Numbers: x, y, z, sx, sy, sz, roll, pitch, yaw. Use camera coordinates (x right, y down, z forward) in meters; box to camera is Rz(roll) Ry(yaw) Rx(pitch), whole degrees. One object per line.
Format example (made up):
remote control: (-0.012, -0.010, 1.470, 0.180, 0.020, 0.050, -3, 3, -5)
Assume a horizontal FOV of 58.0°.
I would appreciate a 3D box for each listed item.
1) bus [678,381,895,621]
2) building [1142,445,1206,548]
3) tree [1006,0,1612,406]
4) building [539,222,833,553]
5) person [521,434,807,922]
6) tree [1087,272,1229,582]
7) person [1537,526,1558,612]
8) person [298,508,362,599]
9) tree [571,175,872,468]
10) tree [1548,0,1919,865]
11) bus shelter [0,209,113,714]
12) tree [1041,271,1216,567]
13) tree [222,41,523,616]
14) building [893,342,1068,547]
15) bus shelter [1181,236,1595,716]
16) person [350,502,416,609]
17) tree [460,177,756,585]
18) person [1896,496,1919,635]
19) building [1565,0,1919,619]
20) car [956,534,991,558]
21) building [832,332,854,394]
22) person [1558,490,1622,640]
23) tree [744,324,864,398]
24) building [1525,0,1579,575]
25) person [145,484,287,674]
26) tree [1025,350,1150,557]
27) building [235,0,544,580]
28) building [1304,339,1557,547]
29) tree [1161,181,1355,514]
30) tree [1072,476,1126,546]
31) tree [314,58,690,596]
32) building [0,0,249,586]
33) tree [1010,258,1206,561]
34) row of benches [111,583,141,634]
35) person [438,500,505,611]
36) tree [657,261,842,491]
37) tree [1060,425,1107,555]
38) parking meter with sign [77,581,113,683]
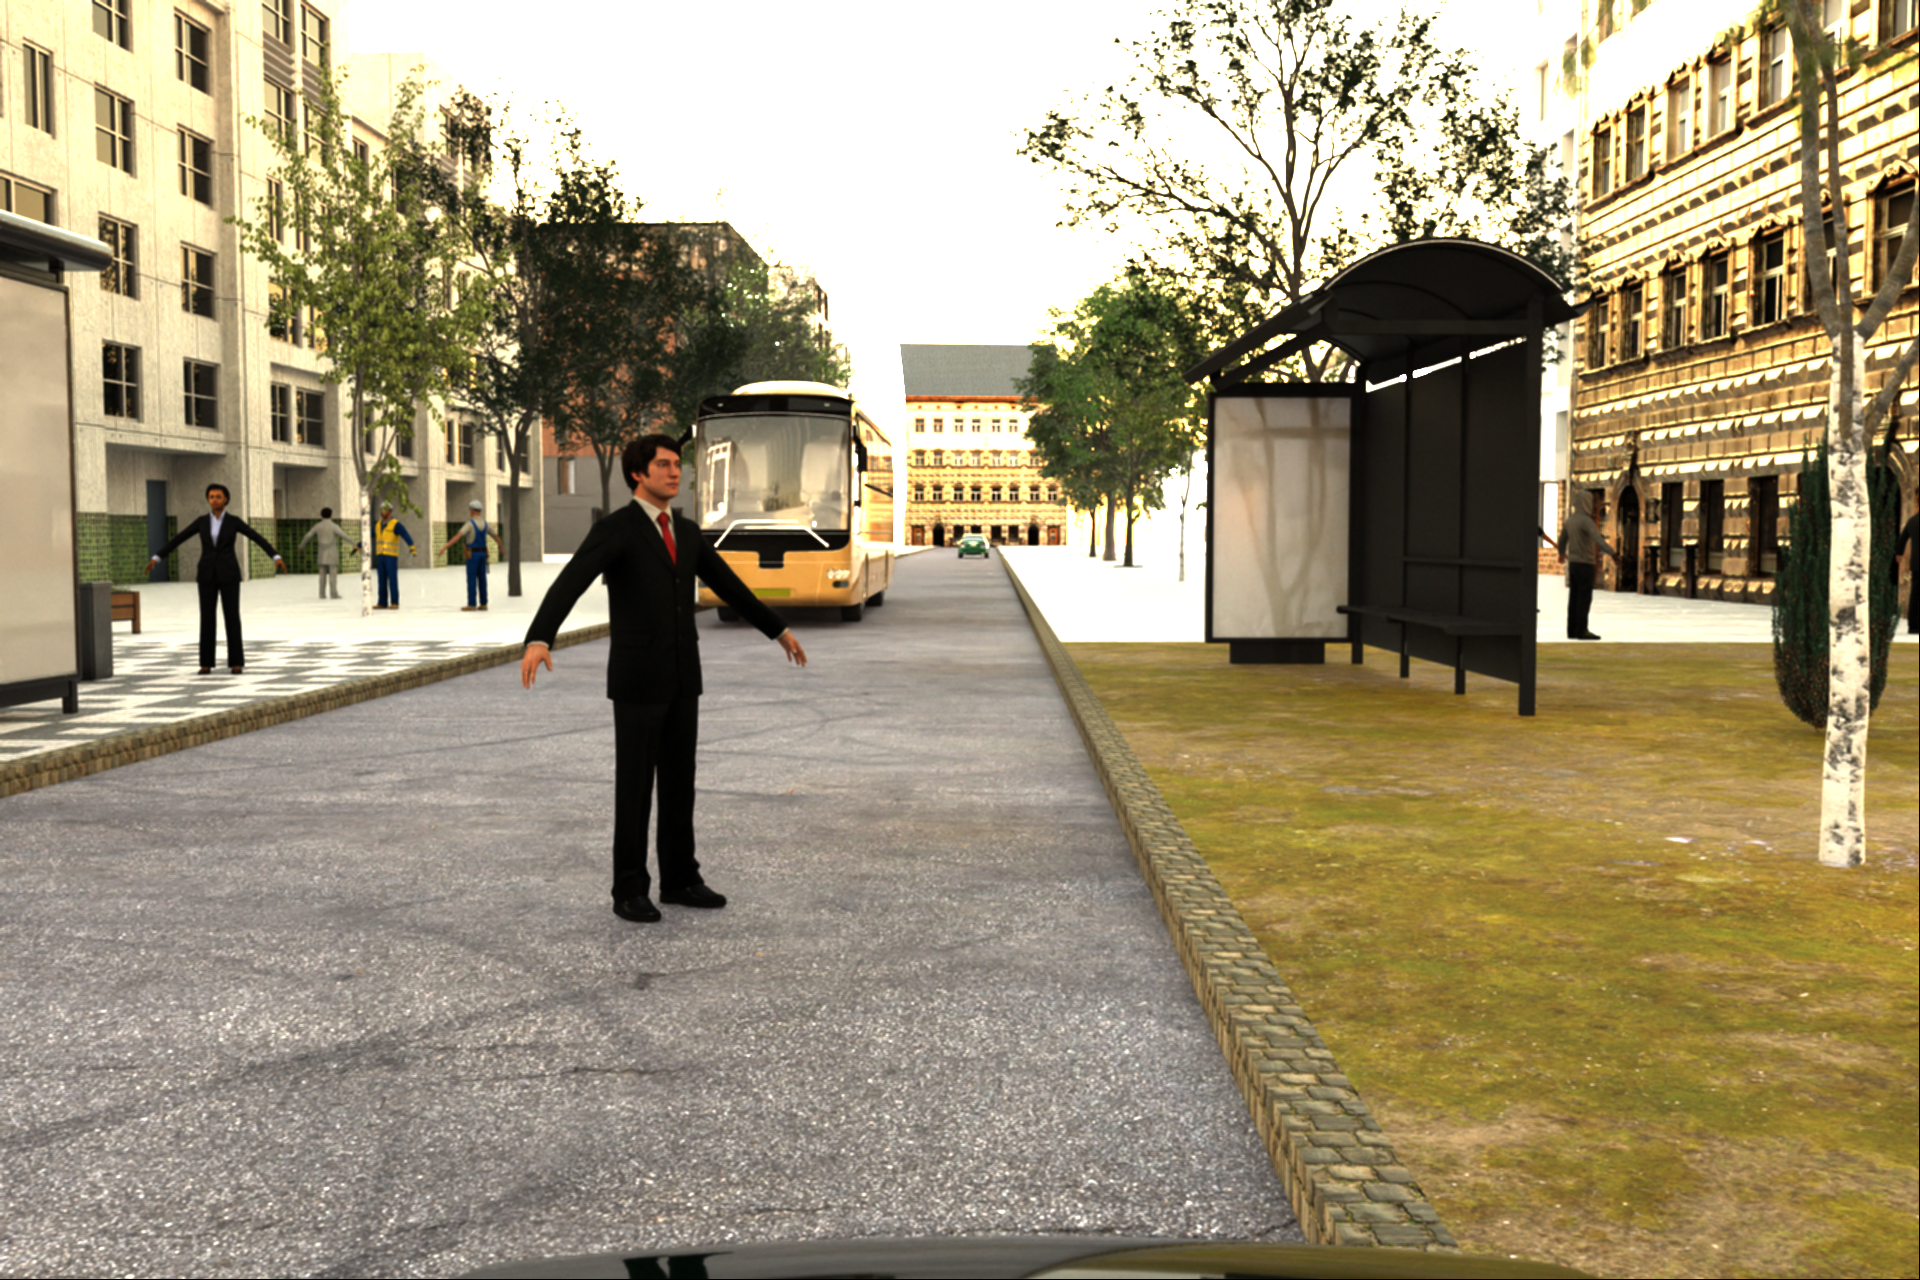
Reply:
bus: (-2.746, -2.454, 31.668, 2.896, 3.916, 12.252, 0, 4, 1)
building: (23.427, -13.880, 169.079, 9.099, 9.664, 28.070, 0, 4, 1)
tree: (5.162, -5.483, 24.055, 8.767, 10.594, 7.601, -1, 4, -20)
building: (-25.125, -17.506, 130.195, 27.936, 21.610, 32.646, 0, 4, 2)
person: (-1.133, 0.128, 6.557, 0.705, 1.806, 1.347, 3, 5, 40)
tree: (5.862, -5.900, 46.831, 4.737, 8.622, 4.395, 0, 3, 0)
person: (9.278, -1.360, 28.382, 1.345, 1.843, 0.704, -1, 4, -16)
person: (-12.580, -1.732, 34.501, 1.347, 1.806, 0.705, 0, 4, 7)
tree: (-8.565, -9.162, 60.168, 12.009, 13.543, 11.850, 0, 3, 0)
tree: (3.639, -3.443, 6.660, 4.360, 8.622, 3.978, 0, 3, 0)
bus shelter: (-7.277, -1.860, 8.041, 2.179, 5.291, 8.768, 0, 4, 2)
tree: (6.663, -8.639, 67.001, 9.928, 11.665, 9.643, 0, 3, 0)
tree: (-9.071, -4.687, 26.998, 4.737, 8.622, 4.395, 0, 3, 0)
building: (1.955, -22.325, 198.397, 18.063, 23.208, 19.493, 0, 4, -6)
bus shelter: (3.253, -1.263, 14.567, 2.014, 3.302, 5.546, 0, 4, -1)
person: (-9.802, -1.444, 29.579, 1.349, 1.833, 0.705, 1, 4, 21)
tree: (-8.813, -6.703, 44.014, 8.767, 10.594, 7.601, 1, 4, 22)
person: (12.354, -0.974, 22.142, 0.704, 1.802, 1.346, 0, 4, -5)
building: (23.629, -12.271, 31.565, 19.493, 23.208, 18.063, 0, 4, 1)
car: (0.821, -5.637, 103.968, 2.131, 1.459, 4.920, 0, 4, 1)
building: (-25.624, -20.135, 173.175, 27.936, 21.610, 32.646, 0, 4, 0)
person: (7.614, -0.918, 21.132, 0.705, 1.813, 1.348, -1, 4, -10)
tree: (-8.201, -9.808, 86.110, 9.928, 11.665, 9.643, 0, 3, 0)
building: (23.589, -12.149, 55.056, 16.016, 20.090, 11.380, 0, 4, 1)
person: (-6.772, -0.555, 15.791, 1.216, 1.740, 0.721, -1, 4, -11)
tree: (7.324, -10.351, 94.993, 9.928, 11.665, 9.643, 0, 3, 0)
building: (-27.956, -12.082, 63.992, 16.747, 18.905, 31.486, 0, 4, 1)
building: (21.604, -8.033, 73.482, 9.099, 9.664, 28.070, 0, 4, 1)
tree: (6.134, -5.316, 37.273, 4.737, 8.622, 4.395, 0, 3, 0)
tree: (15.562, -15.678, 190.743, 7.601, 10.594, 8.767, 0, 4, 5)
tree: (-9.277, -6.157, 35.082, 8.767, 10.594, 7.601, 1, 4, 11)
building: (-27.993, -10.048, 30.739, 16.747, 18.905, 31.486, 0, 4, 2)
tree: (7.141, -10.722, 81.957, 9.857, 13.997, 8.962, 0, 3, 0)
row of benches: (-11.296, -0.311, 20.547, 1.422, 0.672, 4.104, 1, 4, 14)
person: (-8.123, -1.416, 29.014, 0.705, 1.847, 1.347, 3, 4, 36)
tree: (-8.748, -9.434, 72.378, 7.486, 12.596, 7.792, 0, 3, 0)
tree: (7.075, -9.368, 103.536, 4.360, 8.622, 3.978, 0, 3, 0)
parking meter with sign: (-7.761, -1.117, 14.524, 0.543, 3.016, 1.738, 0, 4, 0)
